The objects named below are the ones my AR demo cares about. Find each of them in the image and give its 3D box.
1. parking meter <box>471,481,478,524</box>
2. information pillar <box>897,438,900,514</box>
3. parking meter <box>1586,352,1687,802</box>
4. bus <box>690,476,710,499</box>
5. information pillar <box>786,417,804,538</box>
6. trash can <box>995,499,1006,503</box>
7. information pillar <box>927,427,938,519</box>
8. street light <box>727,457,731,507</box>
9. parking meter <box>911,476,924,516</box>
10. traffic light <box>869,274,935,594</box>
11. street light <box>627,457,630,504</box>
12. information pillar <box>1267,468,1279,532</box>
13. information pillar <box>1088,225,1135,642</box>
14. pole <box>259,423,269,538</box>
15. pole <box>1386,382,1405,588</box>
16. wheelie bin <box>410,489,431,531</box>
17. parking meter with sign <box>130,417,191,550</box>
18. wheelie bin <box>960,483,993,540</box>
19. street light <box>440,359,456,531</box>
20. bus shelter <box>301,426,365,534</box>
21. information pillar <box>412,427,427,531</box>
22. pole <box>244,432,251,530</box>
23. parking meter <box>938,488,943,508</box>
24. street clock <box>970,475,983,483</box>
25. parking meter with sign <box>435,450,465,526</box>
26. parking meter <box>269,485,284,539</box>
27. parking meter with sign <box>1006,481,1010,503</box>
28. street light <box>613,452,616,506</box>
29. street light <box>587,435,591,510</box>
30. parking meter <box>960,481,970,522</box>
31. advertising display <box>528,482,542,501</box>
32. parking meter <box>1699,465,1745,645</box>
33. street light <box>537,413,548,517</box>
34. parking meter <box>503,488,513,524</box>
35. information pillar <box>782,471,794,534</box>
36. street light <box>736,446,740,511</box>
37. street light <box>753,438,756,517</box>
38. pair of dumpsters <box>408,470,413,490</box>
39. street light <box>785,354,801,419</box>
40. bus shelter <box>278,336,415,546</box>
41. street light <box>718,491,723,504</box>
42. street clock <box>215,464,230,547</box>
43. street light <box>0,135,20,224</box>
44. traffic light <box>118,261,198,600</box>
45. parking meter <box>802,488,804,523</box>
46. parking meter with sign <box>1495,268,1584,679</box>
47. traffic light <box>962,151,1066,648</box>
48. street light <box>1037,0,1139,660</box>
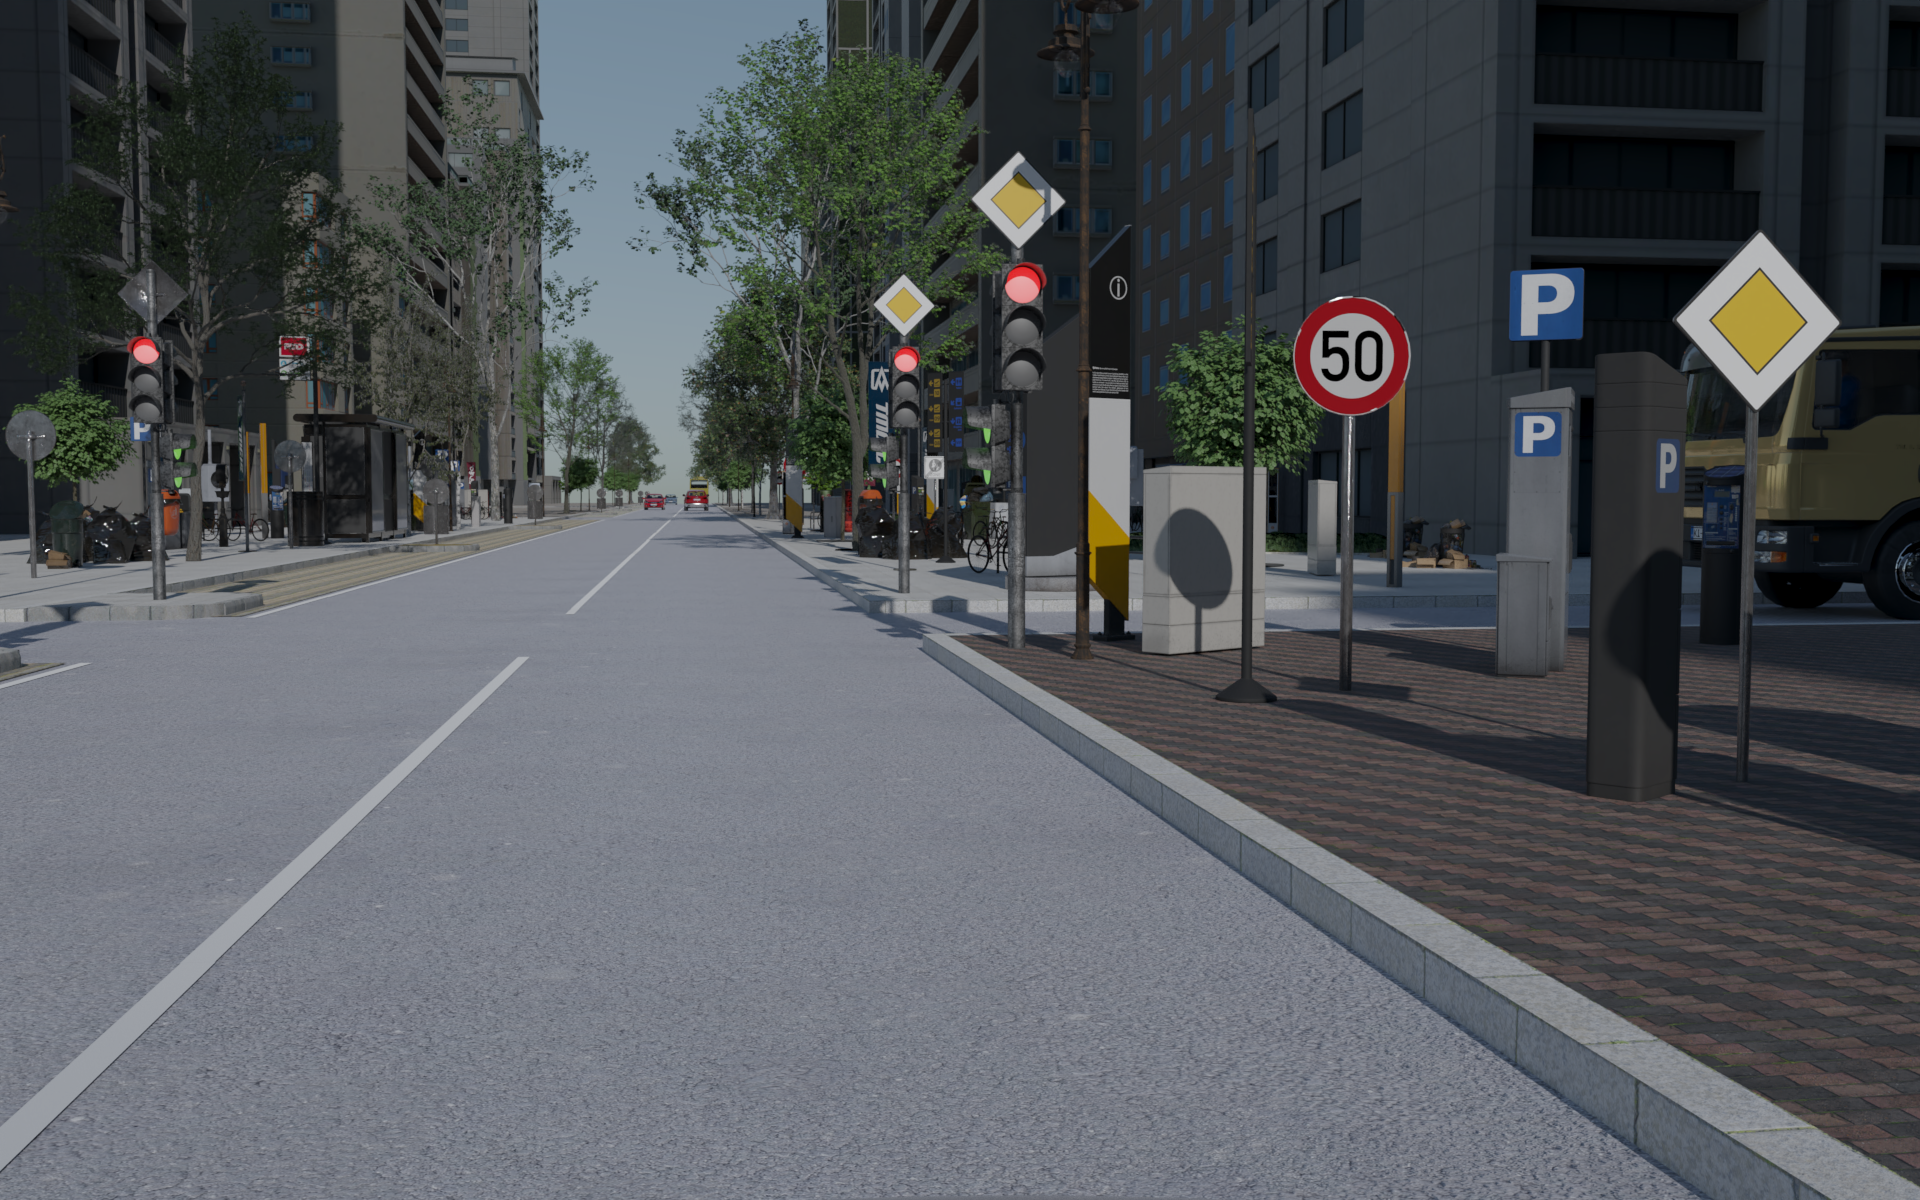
[{"bbox_3d":[-20.829,-4.198,74.346,0.255,1.863,0.399,0,4,-3],"label":"parking meter"},{"bbox_3d":[-2.164,-4.461,64.294,0.183,3.616,0.504,2,4,31],"label":"information pillar"},{"bbox_3d":[2.875,-0.101,7.357,0.399,1.863,0.255,-3,5,-44],"label":"parking meter"},{"bbox_3d":[-36.044,-15.177,239.688,2.896,3.916,12.252,0,4,-8],"label":"bus"},{"bbox_3d":[-4.818,-3.614,50.438,0.504,3.616,0.183,0,4,8],"label":"information pillar"},{"bbox_3d":[1.419,-2.527,52.970,0.748,1.137,0.748,0,3,0],"label":"trash can"},{"bbox_3d":[-0.802,-3.645,50.947,0.183,3.616,0.504,-3,4,-36],"label":"information pillar"},{"bbox_3d":[-22.822,-12.142,171.308,0.468,5.910,1.993,-1,4,-9],"label":"street light"},{"bbox_3d":[-1.327,-2.986,54.526,0.255,1.863,0.399,-2,4,-35],"label":"parking meter"},{"bbox_3d":[-0.741,-2.040,22.278,0.839,4.253,0.868,-1,4,-9],"label":"traffic light"},{"bbox_3d":[-41.526,-14.945,217.131,0.468,5.910,1.993,-1,4,-9],"label":"street light"},{"bbox_3d":[8.860,-2.722,48.992,0.304,2.012,0.304,1,4,13],"label":"information pillar"},{"bbox_3d":[1.290,-1.450,15.069,0.504,3.616,0.183,-3,4,-37],"label":"information pillar"},{"bbox_3d":[-20.104,-3.436,50.024,0.158,3.312,0.155,0,3,0],"label":"pole"},{"bbox_3d":[5.978,-1.829,23.739,0.158,3.312,0.155,0,3,0],"label":"pole"},{"bbox_3d":[-18.944,-3.227,60.666,0.980,1.594,0.693,3,5,42],"label":"wheelie bin"},{"bbox_3d":[-18.344,-2.671,39.937,0.543,3.016,1.738,0,4,5],"label":"parking meter with sign"},{"bbox_3d":[0.497,-2.493,48.675,0.980,1.594,0.693,-2,4,-29],"label":"wheelie bin"},{"bbox_3d":[-17.522,-5.301,59.454,0.468,5.910,1.993,-1,4,-9],"label":"street light"},{"bbox_3d":[-20.637,-4.107,58.439,1.731,3.624,6.357,-1,4,-9],"label":"bus shelter"},{"bbox_3d":[-18.553,-4.169,59.522,0.183,3.616,0.504,3,5,40],"label":"information pillar"},{"bbox_3d":[-23.379,-3.850,56.795,0.158,3.312,0.155,0,3,0],"label":"pole"},{"bbox_3d":[-0.890,-3.977,73.443,0.372,1.533,0.369,0,3,0],"label":"parking meter"},{"bbox_3d":[0.629,-3.739,65.703,0.471,2.002,0.358,0,4,-7],"label":"street clock"},{"bbox_3d":[-20.277,-4.432,68.729,0.543,3.016,1.738,0,4,-1],"label":"parking meter with sign"},{"bbox_3d":[-19.721,-2.544,50.005,0.372,1.533,0.369,0,3,0],"label":"parking meter"},{"bbox_3d":[2.190,-4.820,75.064,0.543,3.016,1.738,0,4,6],"label":"parking meter with sign"},{"bbox_3d":[-35.659,-12.598,178.758,0.468,5.910,1.993,-1,4,-9],"label":"street light"},{"bbox_3d":[-29.114,-9.973,135.853,0.468,5.910,1.993,-1,4,-9],"label":"street light"},{"bbox_3d":[0.232,-4.238,75.008,0.399,1.863,0.255,1,4,10],"label":"parking meter"},{"bbox_3d":[-23.302,-5.490,94.971,0.974,1.923,0.123,2,4,34],"label":"advertising display"},{"bbox_3d":[6.561,-0.394,14.850,0.372,1.533,0.369,0,3,0],"label":"parking meter"},{"bbox_3d":[-23.405,-7.608,97.185,0.468,5.910,1.993,-1,4,-9],"label":"street light"},{"bbox_3d":[-19.550,-4.068,74.921,0.372,1.533,0.369,0,3,0],"label":"parking meter"},{"bbox_3d":[-5.487,-3.112,55.368,0.304,2.012,0.304,1,4,19],"label":"information pillar"},{"bbox_3d":[-16.966,-9.774,132.596,0.468,5.910,1.993,-1,4,-9],"label":"street light"},{"bbox_3d":[-11.457,-7.555,96.307,0.468,5.910,1.993,-1,4,-9],"label":"street light"},{"bbox_3d":[-21.879,-3.938,66.880,1.574,2.255,4.437,-1,4,-8],"label":"pair of dumpsters"},{"bbox_3d":[-5.512,-5.161,57.174,0.468,5.910,1.993,-1,4,-9],"label":"street light"},{"bbox_3d":[-16.500,-4.218,46.591,2.179,5.291,8.768,-1,4,-8],"label":"bus shelter"},{"bbox_3d":[-35.339,-17.169,253.493,0.468,5.910,1.993,-1,4,-9],"label":"street light"},{"bbox_3d":[-17.843,-2.284,41.916,0.358,2.002,0.471,-1,4,-15],"label":"street clock"},{"bbox_3d":[-11.817,-2.942,20.889,0.468,5.910,1.993,-1,4,-9],"label":"street light"},{"bbox_3d":[-9.698,-1.957,20.911,0.839,4.253,0.868,-1,4,-9],"label":"traffic light"},{"bbox_3d":[-6.780,-3.962,73.192,0.372,1.533,0.369,0,3,0],"label":"parking meter"},{"bbox_3d":[4.251,-1.010,12.770,0.543,3.016,1.738,1,4,22],"label":"parking meter with sign"},{"bbox_3d":[0.454,-1.557,14.382,0.839,4.253,0.868,-1,4,-9],"label":"traffic light"},{"bbox_3d":[0.955,-2.479,13.321,0.468,5.910,1.993,-1,4,-9],"label":"street light"}]
